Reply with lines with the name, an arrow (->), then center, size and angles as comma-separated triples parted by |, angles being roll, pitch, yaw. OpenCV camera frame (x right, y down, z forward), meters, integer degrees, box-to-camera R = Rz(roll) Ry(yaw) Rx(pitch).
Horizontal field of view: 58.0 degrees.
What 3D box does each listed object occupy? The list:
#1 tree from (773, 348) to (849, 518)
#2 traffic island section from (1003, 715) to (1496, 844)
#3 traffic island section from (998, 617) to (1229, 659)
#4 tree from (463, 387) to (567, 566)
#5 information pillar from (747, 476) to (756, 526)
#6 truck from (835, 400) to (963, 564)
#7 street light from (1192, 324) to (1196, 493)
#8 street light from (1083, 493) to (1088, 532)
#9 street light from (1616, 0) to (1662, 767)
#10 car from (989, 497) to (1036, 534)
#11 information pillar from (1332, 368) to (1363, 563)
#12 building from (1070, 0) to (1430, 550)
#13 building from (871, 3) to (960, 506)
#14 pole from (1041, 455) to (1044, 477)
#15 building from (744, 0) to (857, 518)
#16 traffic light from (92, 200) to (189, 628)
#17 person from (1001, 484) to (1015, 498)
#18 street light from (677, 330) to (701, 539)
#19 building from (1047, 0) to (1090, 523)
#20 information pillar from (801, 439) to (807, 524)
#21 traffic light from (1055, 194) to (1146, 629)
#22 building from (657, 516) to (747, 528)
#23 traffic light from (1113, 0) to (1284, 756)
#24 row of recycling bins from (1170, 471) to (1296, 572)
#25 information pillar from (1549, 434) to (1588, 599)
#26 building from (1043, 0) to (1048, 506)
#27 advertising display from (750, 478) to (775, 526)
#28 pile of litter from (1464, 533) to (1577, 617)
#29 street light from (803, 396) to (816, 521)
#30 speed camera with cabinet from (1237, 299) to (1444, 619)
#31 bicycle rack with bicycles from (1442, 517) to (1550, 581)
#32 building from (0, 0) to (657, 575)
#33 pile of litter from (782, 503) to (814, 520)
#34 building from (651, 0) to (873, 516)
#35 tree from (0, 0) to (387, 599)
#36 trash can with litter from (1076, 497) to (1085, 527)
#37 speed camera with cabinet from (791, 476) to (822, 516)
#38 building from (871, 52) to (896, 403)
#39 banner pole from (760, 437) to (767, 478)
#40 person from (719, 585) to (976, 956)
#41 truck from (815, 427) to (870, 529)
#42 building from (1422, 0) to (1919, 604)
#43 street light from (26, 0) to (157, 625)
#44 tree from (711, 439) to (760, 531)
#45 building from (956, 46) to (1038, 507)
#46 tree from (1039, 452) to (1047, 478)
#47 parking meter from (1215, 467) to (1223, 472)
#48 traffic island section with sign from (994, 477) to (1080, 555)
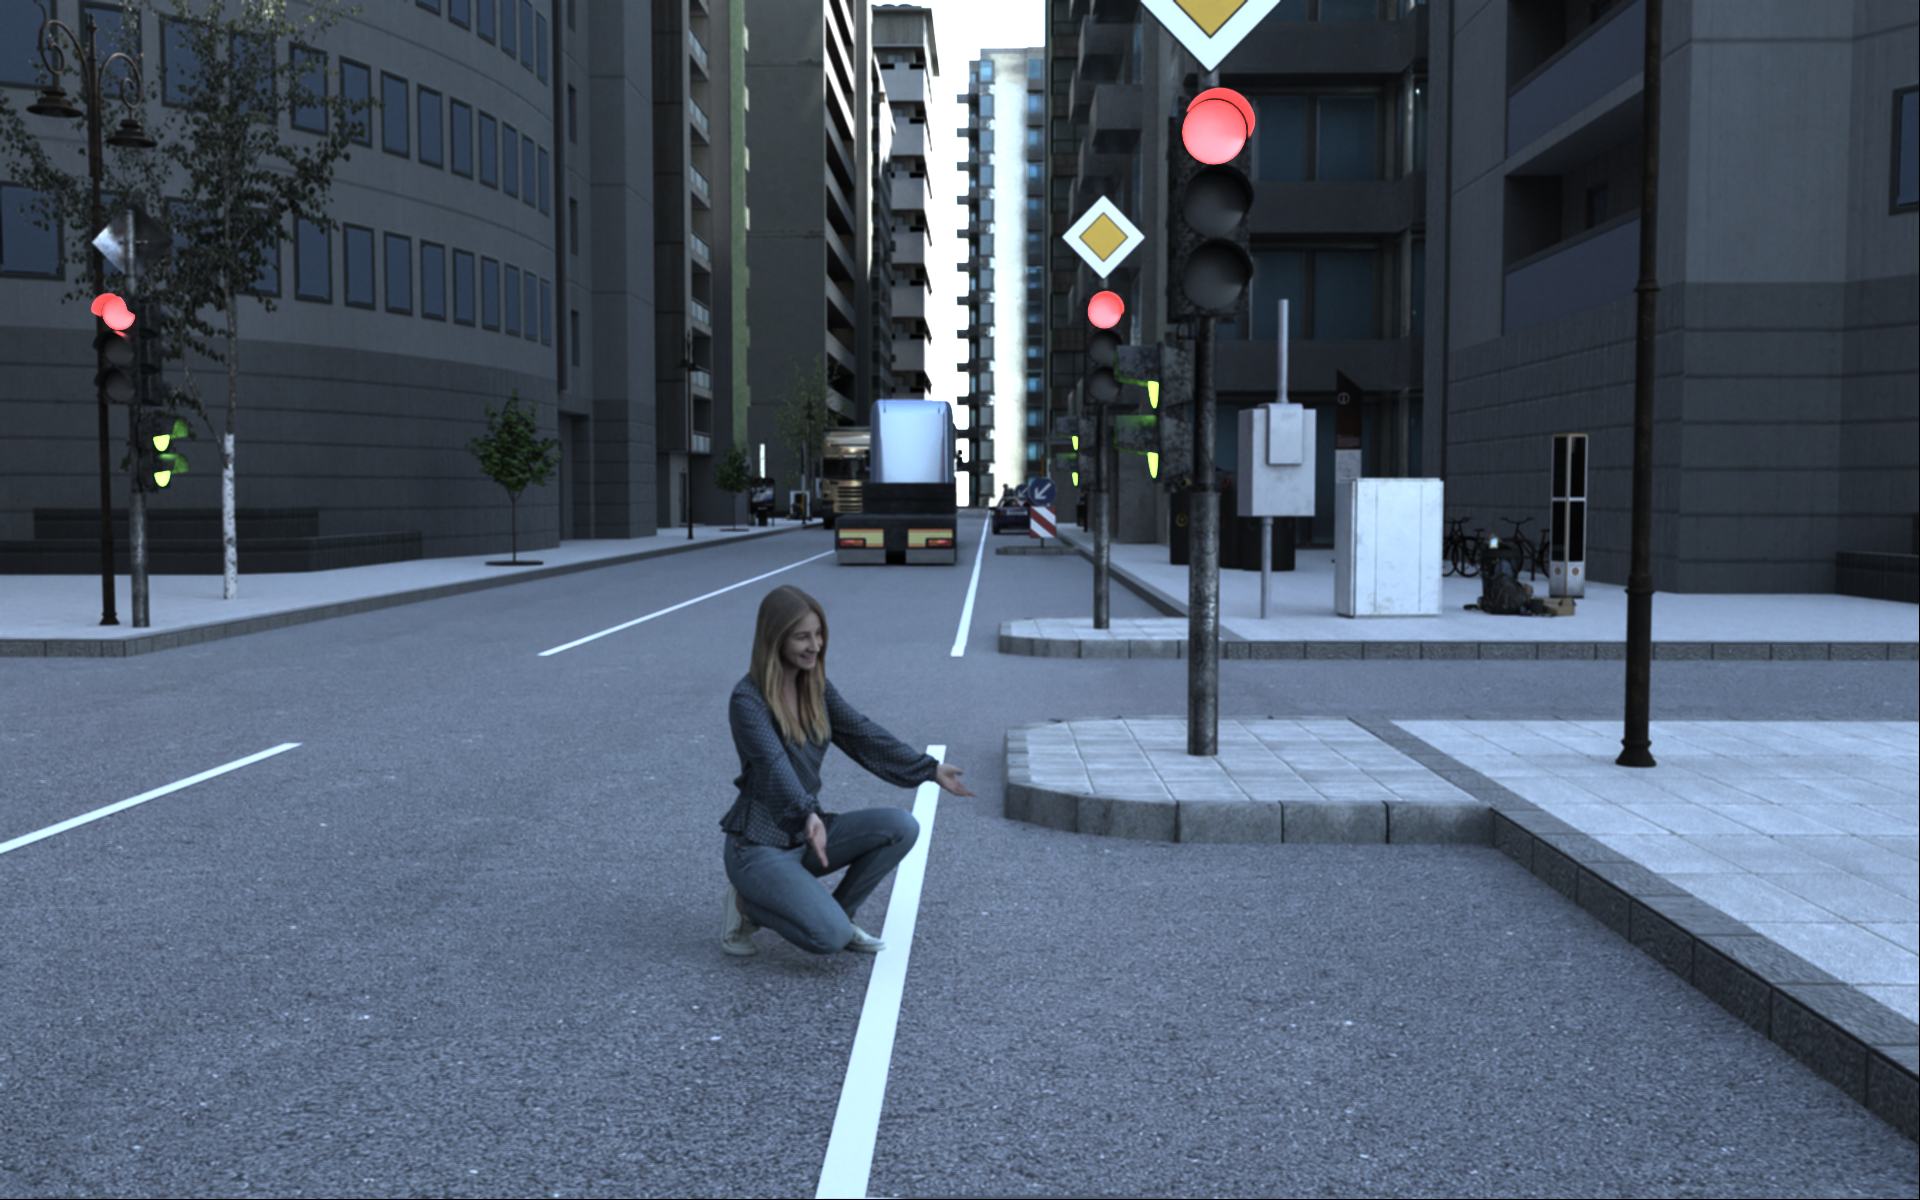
tree -> -7.658, -8.429, 88.172 | 4.737, 8.622, 4.395 | 0, 3, 0
traffic island section -> 1.219, 0.840, 8.548 | 2.009, 0.180, 2.903 | 0, 4, 1
traffic island section -> 1.371, 0.352, 16.532 | 2.009, 0.180, 2.903 | 0, 4, 1
tree -> -7.966, -2.251, 31.401 | 1.663, 3.219, 1.824 | 0, 3, 0
information pillar -> -8.477, -4.032, 70.413 | 0.304, 2.012, 0.304 | -1, 4, -20
truck -> -1.334, -3.297, 43.663 | 2.967, 4.110, 18.799 | 0, 4, 0
street light -> 3.585, -3.268, 26.221 | 0.468, 5.910, 1.993 | 0, 4, 1
street light -> 4.258, -5.243, 58.516 | 0.468, 5.910, 1.993 | 0, 4, 1
street light -> 3.204, -2.156, 8.033 | 0.468, 5.910, 1.993 | 0, 4, 1
car -> 2.032, -3.076, 62.875 | 1.945, 1.354, 3.894 | 0, 4, 0
information pillar -> 7.222, -2.502, 32.262 | 0.504, 3.616, 0.183 | 1, 4, 23
building -> 14.723, -26.387, 51.028 | 23.786, 49.044, 30.456 | 0, 4, 1
building -> -14.061, -36.683, 189.008 | 27.495, 52.752, 28.713 | 0, 4, 1
pole -> 4.348, -5.946, 91.058 | 0.158, 3.312, 0.155 | 0, 3, 0
building -> -17.618, -29.258, 102.063 | 21.300, 48.544, 21.600 | 0, 4, 1
traffic light -> -7.879, -1.692, 16.578 | 0.839, 4.253, 0.868 | 0, 4, 1
person -> 1.958, -3.776, 70.043 | 0.655, 1.846, 0.447 | 3, 4, 37
street light -> -7.663, -4.665, 49.064 | 0.468, 5.910, 1.993 | 0, 4, 1
building -> 11.115, -18.972, 81.894 | 14.160, 30.474, 14.107 | 0, 4, 1
information pillar -> -6.652, -5.030, 73.591 | 0.183, 3.616, 0.504 | 0, 4, 3
traffic light -> 1.331, -1.682, 16.419 | 0.839, 4.253, 0.868 | 0, 4, 1
building -> -16.221, -23.472, 67.363 | 14.154, 41.232, 14.086 | 0, 4, 1
traffic light -> 1.179, -1.194, 8.435 | 0.839, 4.253, 0.868 | 0, 4, 1
row of recycling bins -> 4.758, -1.420, 30.331 | 1.069, 1.692, 3.534 | -1, 4, -20
information pillar -> 7.466, -1.025, 21.257 | 0.304, 2.012, 0.304 | -1, 4, -23
building -> 16.532, -35.632, 124.581 | 21.231, 58.520, 28.212 | 0, 4, 1
advertising display -> -7.848, -3.892, 68.843 | 0.974, 1.923, 0.123 | 0, 4, 7
pile of litter -> 6.114, -0.300, 18.877 | 1.176, 0.858, 1.719 | 1, 4, 15
street light -> -7.077, -6.661, 81.696 | 0.468, 5.910, 1.993 | 0, 4, 1
speed camera with cabinet -> 3.948, -1.447, 17.990 | 2.038, 3.252, 0.660 | 0, 4, -7
bicycle rack with bicycles -> 7.418, -0.789, 26.283 | 2.852, 0.926, 2.925 | -1, 4, -17
building -> -20.094, -30.325, 37.809 | 21.231, 58.520, 28.212 | 0, 4, 1
pile of litter -> -8.093, -4.377, 85.524 | 1.719, 0.858, 1.176 | 1, 4, 17
building -> -13.528, -26.693, 120.021 | 14.154, 41.232, 14.086 | 0, 4, 1
tree -> -9.167, -4.317, 20.944 | 4.360, 8.622, 3.978 | 0, 3, 0
trash can with litter -> 4.924, -3.501, 68.633 | 0.624, 1.170, 1.055 | 0, 4, -2
speed camera with cabinet -> -7.902, -5.943, 91.512 | 2.038, 3.252, 0.660 | -1, 4, -14
building -> -17.901, -28.133, 151.852 | 23.993, 40.220, 32.217 | 0, 4, 1
banner pole -> -8.611, -5.265, 76.094 | 0.401, 3.779, 0.863 | -2, 4, -29
person -> -0.361, 0.526, 5.402 | 0.738, 1.151, 1.012 | 3, 4, 38
truck -> -4.460, -5.217, 74.211 | 2.839, 4.237, 11.283 | 0, 4, -1
building -> 23.298, -29.521, 24.662 | 28.212, 58.520, 21.231 | 0, 4, 1
street light -> -8.352, -2.694, 16.830 | 0.468, 5.910, 1.993 | 0, 4, 1
tree -> -7.745, -4.016, 60.264 | 1.663, 3.219, 1.824 | 0, 3, 0
building -> 14.857, -34.635, 185.887 | 30.456, 49.044, 23.786 | 0, 4, 1
tree -> 6.016, -6.827, 95.336 | 4.285, 4.588, 4.351 | 0, 3, 0
parking meter -> 5.346, -1.874, 36.357 | 0.255, 1.863, 0.399 | 3, 5, 44
traffic island section with sign -> 1.849, -2.006, 41.422 | 1.989, 1.847, 2.006 | 0, 4, 1
